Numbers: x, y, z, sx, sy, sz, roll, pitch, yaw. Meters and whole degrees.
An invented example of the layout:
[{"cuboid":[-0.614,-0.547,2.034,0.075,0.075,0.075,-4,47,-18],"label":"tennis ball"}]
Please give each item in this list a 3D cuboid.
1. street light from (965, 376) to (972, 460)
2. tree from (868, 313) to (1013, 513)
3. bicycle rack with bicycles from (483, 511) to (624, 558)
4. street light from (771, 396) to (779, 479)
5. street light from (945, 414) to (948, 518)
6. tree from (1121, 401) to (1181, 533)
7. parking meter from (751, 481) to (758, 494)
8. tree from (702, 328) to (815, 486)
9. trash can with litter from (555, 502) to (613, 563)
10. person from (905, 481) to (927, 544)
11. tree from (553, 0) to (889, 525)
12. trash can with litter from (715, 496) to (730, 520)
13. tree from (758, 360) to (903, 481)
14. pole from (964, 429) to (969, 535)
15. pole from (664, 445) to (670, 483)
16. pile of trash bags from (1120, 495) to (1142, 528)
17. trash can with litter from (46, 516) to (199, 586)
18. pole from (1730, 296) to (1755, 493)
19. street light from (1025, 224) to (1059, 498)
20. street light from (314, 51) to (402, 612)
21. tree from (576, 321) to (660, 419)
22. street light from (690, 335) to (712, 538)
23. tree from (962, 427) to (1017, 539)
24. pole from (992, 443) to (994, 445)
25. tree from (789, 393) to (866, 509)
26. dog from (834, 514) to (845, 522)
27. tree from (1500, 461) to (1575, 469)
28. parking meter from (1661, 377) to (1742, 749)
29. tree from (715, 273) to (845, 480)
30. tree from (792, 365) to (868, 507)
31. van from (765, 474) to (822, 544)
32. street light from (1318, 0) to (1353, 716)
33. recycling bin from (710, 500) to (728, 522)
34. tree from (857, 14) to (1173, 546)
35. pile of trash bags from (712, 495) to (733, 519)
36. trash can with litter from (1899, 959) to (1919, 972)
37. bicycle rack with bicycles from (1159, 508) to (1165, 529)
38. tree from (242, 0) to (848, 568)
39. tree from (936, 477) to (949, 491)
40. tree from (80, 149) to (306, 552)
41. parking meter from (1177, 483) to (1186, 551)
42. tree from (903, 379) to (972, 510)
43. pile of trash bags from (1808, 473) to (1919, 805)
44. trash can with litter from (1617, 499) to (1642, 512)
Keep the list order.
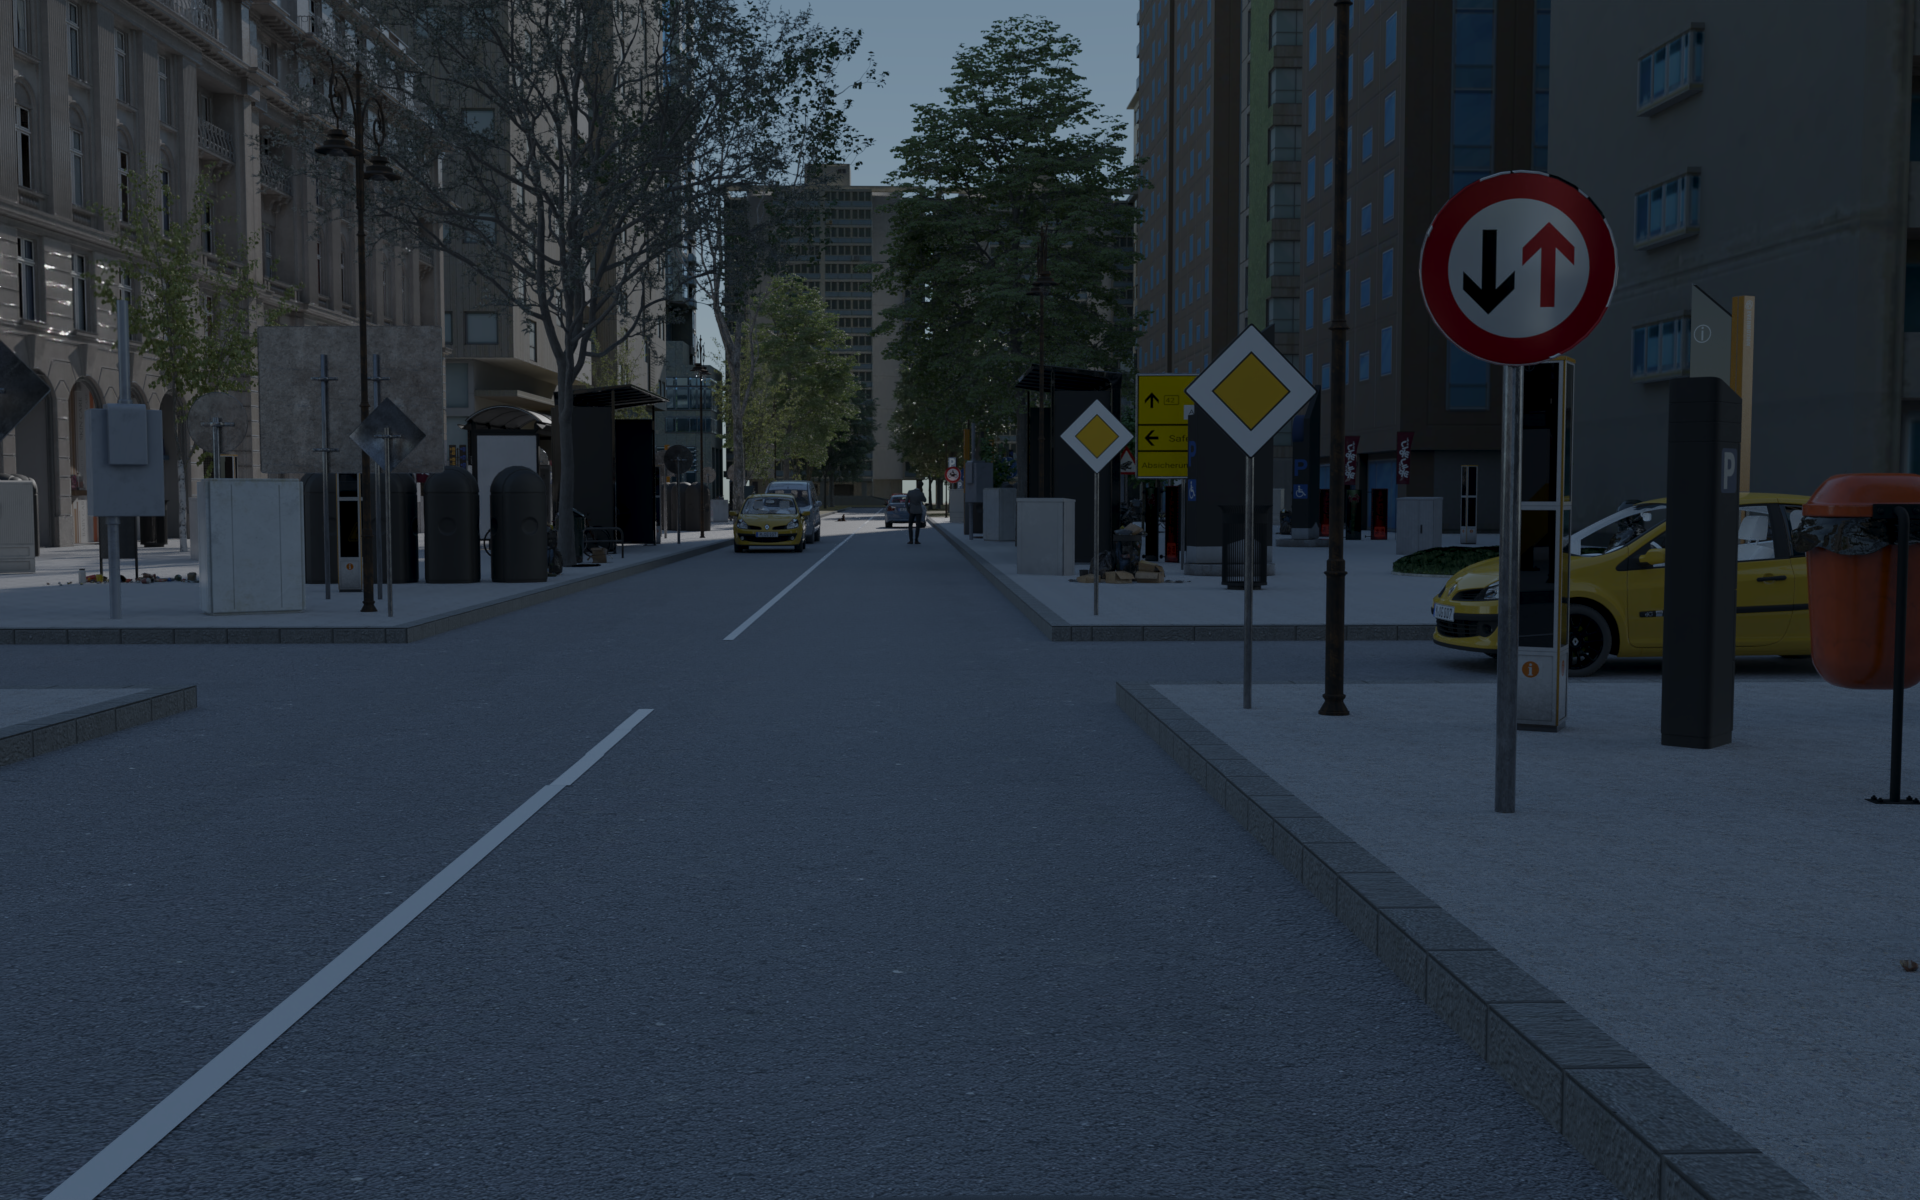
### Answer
[{"cuboid":[0.308,-5.443,61.786,0.468,5.910,1.993,0,4,-2],"label":"street light"},{"cuboid":[-0.584,-12.933,118.105,9.857,13.997,8.962,0,3,0],"label":"tree"},{"cuboid":[-8.151,-1.322,35.003,2.925,0.926,2.852,-2,4,-28],"label":"bicycle rack with bicycles"},{"cuboid":[-8.717,-6.659,81.668,0.468,5.910,1.993,0,4,-2],"label":"street light"},{"cuboid":[-0.737,-7.353,93.009,0.468,5.910,1.993,0,4,-2],"label":"street light"},{"cuboid":[6.123,-4.519,57.597,4.285,4.588,4.351,0,3,0],"label":"tree"},{"cuboid":[-9.436,-4.522,79.642,0.255,1.863,0.399,-1,4,-17],"label":"parking meter"},{"cuboid":[-9.284,-7.685,76.016,4.360,8.622,3.978,0,3,0],"label":"tree"},{"cuboid":[-7.018,-1.280,32.313,1.055,1.170,0.624,-1,4,-11],"label":"trash can with litter"},{"cuboid":[-1.277,-2.507,49.673,0.592,1.802,0.473,1,4,20],"label":"person"},{"cuboid":[-9.314,-12.593,61.781,12.611,20.169,13.585,0,3,0],"label":"tree"},{"cuboid":[-11.940,-4.512,84.823,2.233,1.210,1.678,3,5,39],"label":"trash can with litter"},{"cuboid":[-11.269,-12.513,130.336,9.928,11.665,9.643,0,3,0],"label":"tree"},{"cuboid":[0.207,-3.709,54.493,0.158,3.312,0.155,0,3,0],"label":"pole"},{"cuboid":[-12.121,-4.765,71.746,0.158,3.312,0.155,0,3,0],"label":"pole"},{"cuboid":[3.004,-2.144,44.811,1.912,1.369,3.447,-3,5,-40],"label":"pile of trash bags"},{"cuboid":[-11.834,-0.858,25.081,2.233,1.210,1.678,0,4,-4],"label":"trash can with litter"},{"cuboid":[8.076,-1.474,17.950,0.158,3.312,0.155,0,3,0],"label":"pole"},{"cuboid":[1.413,-3.500,30.009,0.468,5.910,1.993,0,4,-2],"label":"street light"},{"cuboid":[-6.447,-2.809,18.712,0.468,5.910,1.993,0,4,-2],"label":"street light"},{"cuboid":[-14.883,-7.569,74.123,4.360,8.622,3.978,0,3,0],"label":"tree"},{"cuboid":[-7.530,-4.750,50.451,0.468,5.910,1.993,0,4,-2],"label":"street light"},{"cuboid":[0.775,-3.407,50.309,1.663,3.219,1.824,0,3,0],"label":"tree"},{"cuboid":[1.191,-4.360,65.135,0.158,3.312,0.155,0,3,0],"label":"pole"},{"cuboid":[-12.048,-13.305,151.948,8.767,10.594,7.601,2,4,24],"label":"tree"},{"cuboid":[-6.230,-4.286,90.263,0.748,0.427,0.550,-1,4,-14],"label":"dog"},{"cuboid":[13.535,-2.854,41.260,1.663,3.219,1.824,0,3,0],"label":"tree"},{"cuboid":[3.793,-0.192,8.858,0.255,1.863,0.399,3,5,42],"label":"parking meter"},{"cuboid":[-8.556,-10.465,89.230,7.486,12.596,7.792,0,3,0],"label":"tree"},{"cuboid":[-12.442,-16.023,168.634,9.857,13.997,8.962,0,3,0],"label":"tree"},{"cuboid":[-5.053,-2.705,51.238,2.013,2.044,4.112,0,4,-1],"label":"van"},{"cuboid":[2.179,-2.271,9.915,0.468,5.910,1.993,0,4,-2],"label":"street light"},{"cuboid":[-10.987,-4.053,78.827,0.722,1.027,0.722,-2,4,-25],"label":"recycling bin"},{"cuboid":[1.156,-7.572,41.926,7.486,12.596,7.792,0,3,0],"label":"tree"},{"cuboid":[-11.991,-4.900,89.871,3.447,1.369,1.912,-3,4,-36],"label":"pile of trash bags"},{"cuboid":[3.785,0.391,4.665,2.233,1.210,1.678,2,4,26],"label":"trash can with litter"},{"cuboid":[8.184,-3.080,63.733,2.925,0.926,2.852,2,4,23],"label":"bicycle rack with bicycles"},{"cuboid":[-6.848,-7.320,30.048,12.009,13.543,11.850,0,3,0],"label":"tree"},{"cuboid":[-2.077,-13.150,165.358,4.360,8.622,3.978,0,3,0],"label":"tree"},{"cuboid":[-16.922,-5.363,38.044,4.737,8.622,4.395,0,3,0],"label":"tree"},{"cuboid":[5.065,-1.876,39.086,0.372,1.533,0.369,0,3,0],"label":"parking meter"},{"cuboid":[-2.320,-13.163,140.975,9.928,11.665,9.643,0,3,0],"label":"tree"},{"cuboid":[5.310,0.150,7.301,3.447,1.369,1.912,0,4,4],"label":"pile of trash bags"},{"cuboid":[13.569,-1.448,35.054,0.624,1.170,1.055,2,4,35],"label":"trash can with litter"}]
